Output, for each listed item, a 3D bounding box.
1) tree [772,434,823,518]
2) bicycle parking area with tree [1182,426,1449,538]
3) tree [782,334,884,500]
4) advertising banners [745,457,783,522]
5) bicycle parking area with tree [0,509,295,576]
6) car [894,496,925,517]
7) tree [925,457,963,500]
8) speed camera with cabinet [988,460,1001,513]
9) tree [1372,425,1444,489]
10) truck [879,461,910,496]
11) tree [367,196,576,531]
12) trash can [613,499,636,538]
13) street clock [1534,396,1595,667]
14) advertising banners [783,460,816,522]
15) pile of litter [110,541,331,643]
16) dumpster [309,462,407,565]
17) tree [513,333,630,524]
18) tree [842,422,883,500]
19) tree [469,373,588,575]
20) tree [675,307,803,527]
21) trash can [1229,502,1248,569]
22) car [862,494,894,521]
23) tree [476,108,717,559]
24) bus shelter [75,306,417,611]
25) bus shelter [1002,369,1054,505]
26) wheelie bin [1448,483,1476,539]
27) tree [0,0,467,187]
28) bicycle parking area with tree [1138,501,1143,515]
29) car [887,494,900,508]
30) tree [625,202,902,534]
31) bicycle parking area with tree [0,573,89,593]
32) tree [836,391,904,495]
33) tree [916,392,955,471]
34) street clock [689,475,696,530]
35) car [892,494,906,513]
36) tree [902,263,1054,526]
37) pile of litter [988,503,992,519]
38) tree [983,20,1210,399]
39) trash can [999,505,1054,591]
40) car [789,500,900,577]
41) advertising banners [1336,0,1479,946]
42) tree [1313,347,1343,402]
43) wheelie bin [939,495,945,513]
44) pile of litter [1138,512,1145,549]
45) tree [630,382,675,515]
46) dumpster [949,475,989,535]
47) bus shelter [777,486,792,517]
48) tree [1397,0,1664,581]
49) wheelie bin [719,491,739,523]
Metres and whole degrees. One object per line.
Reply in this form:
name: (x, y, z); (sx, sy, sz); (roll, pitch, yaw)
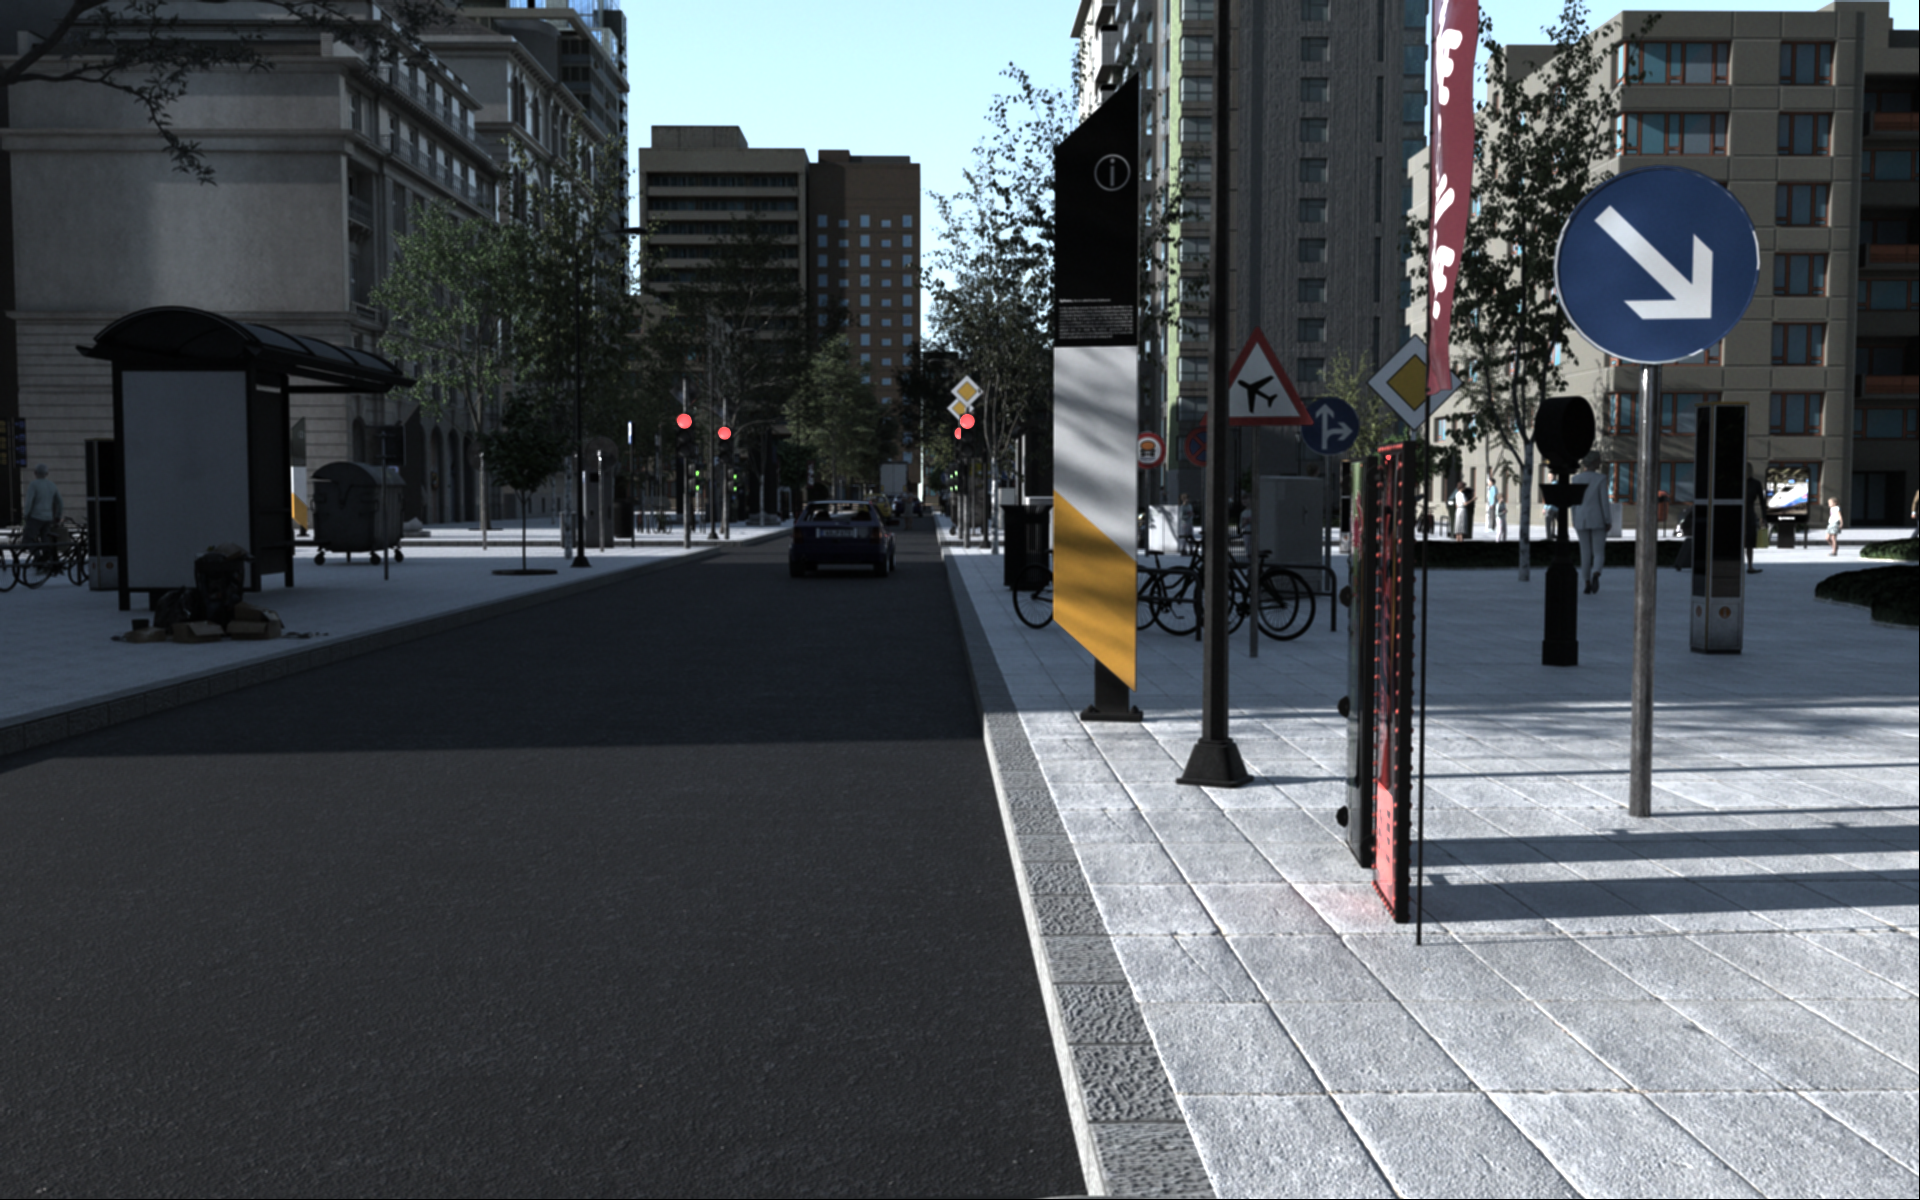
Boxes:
tree: (-9.055, -6.742, 93.947); (4.285, 4.588, 4.351); (0, 3, 0)
bicycle parking area with tree: (11.482, -4.134, 54.599); (8.231, 4.147, 9.016); (1, 4, 22)
tree: (-9.062, -12.490, 122.340); (7.486, 12.596, 7.792); (0, 3, 0)
advertising banners: (-9.983, -5.537, 86.712); (2.074, 3.025, 0.090); (-2, 4, -26)
bicycle parking area with tree: (-17.826, -2.843, 33.490); (9.016, 4.147, 8.231); (2, 4, 26)
car: (-3.204, -5.899, 109.022); (1.945, 1.354, 3.894); (0, 4, 0)
tree: (-0.717, -9.444, 138.125); (4.285, 4.588, 4.351); (0, 3, 0)
speed camera with cabinet: (1.635, -6.419, 99.290); (0.660, 3.252, 2.038); (2, 4, 29)
tree: (20.961, -5.978, 81.454); (4.285, 4.588, 4.351); (0, 3, 0)
truck: (-5.817, -10.029, 152.892); (2.839, 4.237, 11.283); (0, 4, -2)
tree: (-17.007, -8.289, 61.286); (9.928, 11.665, 9.643); (0, 3, 0)
trash can: (-9.818, -2.374, 50.475); (0.748, 1.137, 0.748); (0, 3, 0)
street clock: (4.502, -0.512, 12.938); (0.471, 2.002, 0.358); (-3, 5, -39)
advertising banners: (-8.240, -5.617, 88.032); (2.074, 3.025, 0.090); (-2, 4, -32)
pile of litter: (-6.561, -0.086, 15.377); (1.719, 0.858, 1.176); (0, 3, 0)
dumpster: (-11.068, -1.597, 31.874); (1.264, 1.857, 1.865); (0, 4, -1)
tree: (-17.095, -7.518, 73.275); (4.360, 8.622, 3.978); (0, 3, 0)
tree: (-9.788, -14.243, 183.236); (4.737, 8.622, 4.395); (0, 3, 0)
tree: (-7.124, -2.032, 27.832); (1.663, 3.219, 1.824); (0, 3, 0)
tree: (-7.854, -7.114, 66.671); (4.360, 8.622, 3.978); (0, 3, 0)
trash can: (4.743, -1.112, 29.838); (0.748, 1.137, 0.748); (0, 3, 0)
car: (-4.457, -4.927, 90.785); (2.015, 1.641, 3.980); (0, 4, -1)
tree: (-7.631, -5.124, 34.146); (4.737, 8.622, 4.395); (0, 3, 0)
bus shelter: (-8.530, -1.683, 21.440); (2.014, 3.302, 5.546); (0, 4, -1)
bus shelter: (2.627, -4.600, 52.837); (2.179, 5.291, 8.768); (0, 4, -1)
wheelie bin: (14.296, -2.534, 49.332); (0.693, 1.594, 0.980); (0, 4, 2)
tree: (-7.374, -6.114, 10.329); (12.009, 13.543, 11.850); (0, 3, 0)
bicycle parking area with tree: (13.874, -5.598, 78.527); (8.231, 4.147, 9.016); (-2, 4, -33)
car: (-5.083, -7.608, 136.386); (2.014, 1.417, 4.499); (0, 4, 0)
tree: (-7.316, -7.404, 55.475); (7.601, 10.594, 8.767); (2, 4, 25)
bicycle parking area with tree: (-16.006, -2.113, 21.544); (8.231, 4.147, 9.016); (1, 4, 19)
tree: (-10.886, -17.950, 200.140); (9.857, 13.997, 8.962); (0, 3, 0)
tree: (-0.890, -10.399, 120.393); (4.737, 8.622, 4.395); (0, 3, 0)
street clock: (-9.607, -3.513, 62.006); (0.358, 2.002, 0.471); (-1, 4, -10)
car: (-4.149, -7.209, 129.867); (2.014, 1.417, 4.499); (0, 3, 0)
tree: (0.745, -8.251, 69.309); (8.767, 10.594, 7.601); (2, 4, 31)
pile of litter: (1.746, -4.638, 89.802); (1.719, 0.858, 1.176); (2, 4, 31)
tree: (1.979, -4.755, 28.104); (4.360, 8.622, 3.978); (0, 3, 0)
trash can: (0.890, -0.701, 23.109); (0.748, 1.137, 0.748); (0, 3, 0)
car: (-2.083, -1.146, 31.316); (1.945, 1.354, 3.894); (0, 4, 0)
advertising banners: (1.348, -0.560, 5.346); (0.090, 3.025, 2.074); (0, 4, 6)
tree: (19.865, -8.364, 87.116); (4.737, 8.622, 4.395); (0, 3, 0)
wheelie bin: (-0.902, -6.552, 115.027); (0.980, 1.594, 0.693); (0, 4, 6)
pile of litter: (4.650, -1.656, 41.044); (1.176, 0.858, 1.719); (2, 4, 30)
tree: (-19.686, -9.608, 107.460); (4.360, 8.622, 3.978); (0, 3, 0)
dumpster: (0.280, -2.967, 54.273); (1.264, 1.857, 1.865); (0, 4, -1)
bus shelter: (-10.366, -6.538, 100.815); (2.014, 3.302, 5.546); (0, 4, -1)
tree: (8.390, -4.599, 25.552); (4.737, 8.622, 4.395); (0, 3, 0)
wheelie bin: (-10.321, -4.252, 77.421); (0.980, 1.594, 0.693); (2, 4, 29)
